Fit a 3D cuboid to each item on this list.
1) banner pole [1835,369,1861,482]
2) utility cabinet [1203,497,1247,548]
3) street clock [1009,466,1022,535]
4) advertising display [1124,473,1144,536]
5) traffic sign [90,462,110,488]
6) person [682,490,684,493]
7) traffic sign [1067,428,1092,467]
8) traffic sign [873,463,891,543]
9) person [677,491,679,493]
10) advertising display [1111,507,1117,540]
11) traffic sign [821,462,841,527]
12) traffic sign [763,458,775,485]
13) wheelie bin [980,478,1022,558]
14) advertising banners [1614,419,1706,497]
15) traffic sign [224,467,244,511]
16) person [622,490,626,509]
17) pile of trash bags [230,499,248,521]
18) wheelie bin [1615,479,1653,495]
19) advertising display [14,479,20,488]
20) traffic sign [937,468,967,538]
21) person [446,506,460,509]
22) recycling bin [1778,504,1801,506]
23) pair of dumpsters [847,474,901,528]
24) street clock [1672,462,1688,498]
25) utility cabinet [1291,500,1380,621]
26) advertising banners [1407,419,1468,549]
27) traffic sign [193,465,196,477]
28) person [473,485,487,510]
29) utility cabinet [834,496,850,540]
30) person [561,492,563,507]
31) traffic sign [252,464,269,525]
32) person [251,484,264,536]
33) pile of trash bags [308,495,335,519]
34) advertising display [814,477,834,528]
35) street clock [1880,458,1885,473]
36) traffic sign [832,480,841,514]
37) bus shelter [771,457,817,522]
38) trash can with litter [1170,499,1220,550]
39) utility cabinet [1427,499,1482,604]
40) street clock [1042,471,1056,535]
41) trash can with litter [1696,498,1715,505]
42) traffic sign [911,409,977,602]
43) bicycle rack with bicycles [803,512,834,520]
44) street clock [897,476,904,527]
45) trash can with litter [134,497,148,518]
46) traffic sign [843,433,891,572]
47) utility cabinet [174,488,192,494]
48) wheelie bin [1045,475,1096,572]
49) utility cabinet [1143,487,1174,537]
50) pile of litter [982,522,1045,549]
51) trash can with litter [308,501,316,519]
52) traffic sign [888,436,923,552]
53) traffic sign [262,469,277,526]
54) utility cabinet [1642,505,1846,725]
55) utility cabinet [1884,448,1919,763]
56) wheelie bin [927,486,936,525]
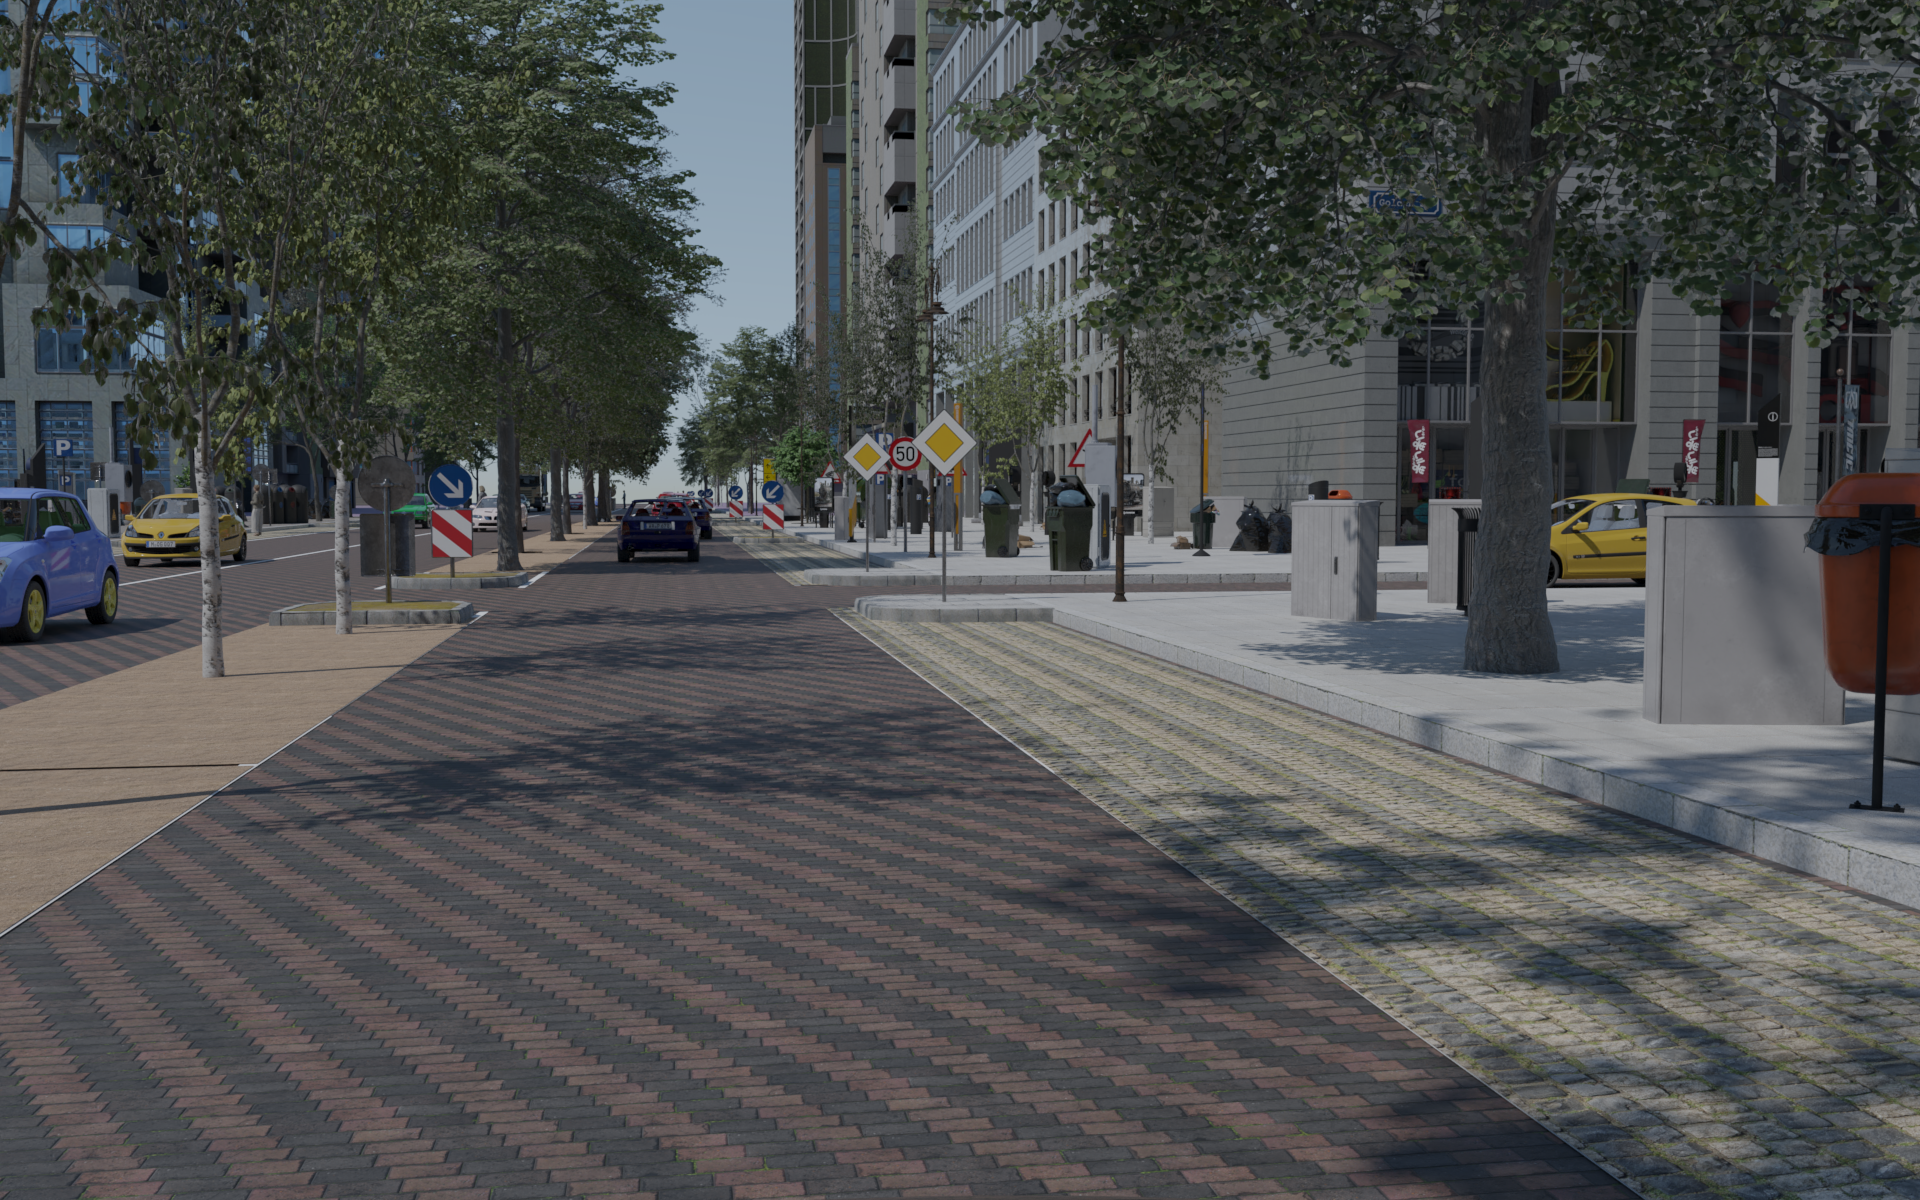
[{"bbox_3d":[17.795,-2.741,34.838,0.863,3.779,0.401,-2,4,-29],"label":"banner pole"},{"bbox_3d":[6.387,-1.869,41.727,1.020,1.237,0.306,2,4,24],"label":"utility cabinet"},{"bbox_3d":[1.404,-2.428,44.274,0.358,2.002,0.471,-1,4,-10],"label":"street clock"},{"bbox_3d":[5.155,-2.925,53.043,0.974,1.923,0.123,0,4,4],"label":"advertising display"},{"bbox_3d":[-27.588,-3.271,55.611,0.606,2.300,0.079,0,4,-7],"label":"traffic sign"},{"bbox_3d":[-30.605,-11.214,191.814,0.705,1.831,1.348,-2,4,-30],"label":"person"},{"bbox_3d":[2.560,-2.101,34.351,0.884,2.594,0.081,0,4,-7],"label":"traffic sign"},{"bbox_3d":[-2.256,-2.790,45.626,0.884,2.594,0.081,-1,4,-9],"label":"traffic sign"},{"bbox_3d":[-40.435,-14.664,248.243,1.348,1.826,0.705,3,5,40],"label":"person"},{"bbox_3d":[3.980,-2.595,47.636,0.123,1.923,0.974,3,5,40],"label":"advertising display"},{"bbox_3d":[-4.987,-4.075,66.632,0.884,2.594,0.081,0,4,-1],"label":"traffic sign"},{"bbox_3d":[-9.932,-6.331,97.379,2.265,3.308,0.079,0,4,-7],"label":"traffic sign"},{"bbox_3d":[0.809,-1.662,35.079,0.693,1.594,0.980,2,4,26],"label":"wheelie bin"},{"bbox_3d":[16.362,-2.711,40.513,2.074,3.025,0.090,0,4,1],"label":"advertising banners"},{"bbox_3d":[-28.617,-4.174,68.346,0.768,2.556,0.104,0,4,-7],"label":"traffic sign"},{"bbox_3d":[-32.921,-9.854,169.702,0.705,1.814,1.350,0,4,0],"label":"person"},{"bbox_3d":[-34.955,-4.338,80.681,3.447,1.369,1.912,1,4,14],"label":"pile of trash bags"},{"bbox_3d":[13.941,-1.713,35.920,0.980,1.594,0.693,3,5,43],"label":"wheelie bin"},{"bbox_3d":[-40.257,-4.219,74.196,0.123,1.923,0.974,-1,4,-10],"label":"advertising display"},{"bbox_3d":[-0.227,-3.107,50.808,0.884,2.594,0.081,0,4,-8],"label":"traffic sign"},{"bbox_3d":[-13.111,-2.213,44.952,0.793,1.790,0.793,-3,5,-43],"label":"person"},{"bbox_3d":[19.712,-1.785,41.743,0.722,1.027,0.722,-2,4,-29],"label":"recycling bin"},{"bbox_3d":[-3.224,-3.816,64.878,1.574,2.255,4.437,-1,4,-10],"label":"pair of dumpsters"},{"bbox_3d":[16.504,-2.150,39.721,0.358,2.002,0.471,2,4,32],"label":"street clock"},{"bbox_3d":[3.856,-0.412,17.896,0.306,1.237,1.020,-2,4,-30],"label":"utility cabinet"},{"bbox_3d":[11.394,-2.688,40.143,2.074,3.025,0.090,2,4,25],"label":"advertising banners"},{"bbox_3d":[-28.404,-3.974,65.073,0.768,2.556,0.104,-1,4,-9],"label":"traffic sign"},{"bbox_3d":[-20.356,-3.979,73.734,0.728,1.800,0.709,1,4,22],"label":"person"},{"bbox_3d":[-3.313,-2.306,48.857,0.306,1.237,1.020,0,4,5],"label":"utility cabinet"},{"bbox_3d":[-44.012,-11.130,191.297,1.217,1.723,0.721,3,5,42],"label":"person"},{"bbox_3d":[-29.201,-4.421,72.395,0.768,2.556,0.104,0,4,-2],"label":"traffic sign"},{"bbox_3d":[-23.834,-3.036,58.687,0.362,1.759,0.519,1,4,10],"label":"person"},{"bbox_3d":[-33.676,-4.866,89.319,3.447,1.369,1.912,-2,4,-30],"label":"pile of trash bags"},{"bbox_3d":[-5.120,-3.673,65.264,0.974,1.923,0.123,3,5,40],"label":"advertising display"},{"bbox_3d":[17.932,-1.760,33.349,0.358,2.002,0.471,0,4,0],"label":"street clock"},{"bbox_3d":[-6.241,-5.177,84.654,0.884,2.594,0.081,0,4,-1],"label":"traffic sign"},{"bbox_3d":[-7.558,-5.249,79.739,2.014,3.302,5.546,-1,4,-9],"label":"bus shelter"},{"bbox_3d":[5.452,-1.762,40.193,1.055,1.170,0.624,-1,4,-22],"label":"trash can with litter"},{"bbox_3d":[6.024,-0.561,20.330,1.020,1.237,0.306,1,4,15],"label":"utility cabinet"},{"bbox_3d":[2.764,-3.027,54.055,0.358,2.002,0.471,-2,4,-31],"label":"street clock"},{"bbox_3d":[14.285,-1.398,33.915,2.233,1.210,1.678,-3,4,-36],"label":"trash can with litter"},{"bbox_3d":[-0.190,-1.033,20.533,0.795,2.450,0.064,-1,4,-10],"label":"traffic sign"},{"bbox_3d":[-7.495,-4.538,87.573,2.925,0.926,2.852,-2,4,-32],"label":"bicycle rack with bicycles"},{"bbox_3d":[-2.353,-3.878,67.971,0.358,2.002,0.471,2,4,27],"label":"street clock"},{"bbox_3d":[-29.788,-3.163,63.108,0.624,1.170,1.055,-1,4,-15],"label":"trash can with litter"},{"bbox_3d":[-1.525,-1.515,28.406,0.795,2.450,0.064,-1,4,-10],"label":"traffic sign"},{"bbox_3d":[-28.613,-3.377,63.888,0.318,1.500,1.173,0,4,-8],"label":"utility cabinet"},{"bbox_3d":[1.827,-1.279,28.815,0.693,1.594,0.980,-2,4,-24],"label":"wheelie bin"},{"bbox_3d":[5.868,-2.595,51.109,0.318,1.500,1.173,3,5,42],"label":"utility cabinet"},{"bbox_3d":[1.243,-1.664,41.168,1.719,0.858,1.176,-1,4,-23],"label":"pile of litter"},{"bbox_3d":[-32.958,-4.657,87.526,1.055,1.170,0.624,-3,5,-42],"label":"trash can with litter"},{"bbox_3d":[-1.209,-2.339,38.353,0.768,2.556,0.104,0,4,-3],"label":"traffic sign"},{"bbox_3d":[-27.864,-4.146,69.913,0.606,2.300,0.079,0,4,-1],"label":"traffic sign"},{"bbox_3d":[4.408,0.087,9.734,1.020,1.237,0.306,0,4,3],"label":"utility cabinet"},{"bbox_3d":[5.042,0.019,8.360,1.173,1.500,0.318,-1,4,-16],"label":"utility cabinet"},{"bbox_3d":[-0.814,-3.715,68.641,0.980,1.594,0.693,-3,4,-37],"label":"wheelie bin"}]
